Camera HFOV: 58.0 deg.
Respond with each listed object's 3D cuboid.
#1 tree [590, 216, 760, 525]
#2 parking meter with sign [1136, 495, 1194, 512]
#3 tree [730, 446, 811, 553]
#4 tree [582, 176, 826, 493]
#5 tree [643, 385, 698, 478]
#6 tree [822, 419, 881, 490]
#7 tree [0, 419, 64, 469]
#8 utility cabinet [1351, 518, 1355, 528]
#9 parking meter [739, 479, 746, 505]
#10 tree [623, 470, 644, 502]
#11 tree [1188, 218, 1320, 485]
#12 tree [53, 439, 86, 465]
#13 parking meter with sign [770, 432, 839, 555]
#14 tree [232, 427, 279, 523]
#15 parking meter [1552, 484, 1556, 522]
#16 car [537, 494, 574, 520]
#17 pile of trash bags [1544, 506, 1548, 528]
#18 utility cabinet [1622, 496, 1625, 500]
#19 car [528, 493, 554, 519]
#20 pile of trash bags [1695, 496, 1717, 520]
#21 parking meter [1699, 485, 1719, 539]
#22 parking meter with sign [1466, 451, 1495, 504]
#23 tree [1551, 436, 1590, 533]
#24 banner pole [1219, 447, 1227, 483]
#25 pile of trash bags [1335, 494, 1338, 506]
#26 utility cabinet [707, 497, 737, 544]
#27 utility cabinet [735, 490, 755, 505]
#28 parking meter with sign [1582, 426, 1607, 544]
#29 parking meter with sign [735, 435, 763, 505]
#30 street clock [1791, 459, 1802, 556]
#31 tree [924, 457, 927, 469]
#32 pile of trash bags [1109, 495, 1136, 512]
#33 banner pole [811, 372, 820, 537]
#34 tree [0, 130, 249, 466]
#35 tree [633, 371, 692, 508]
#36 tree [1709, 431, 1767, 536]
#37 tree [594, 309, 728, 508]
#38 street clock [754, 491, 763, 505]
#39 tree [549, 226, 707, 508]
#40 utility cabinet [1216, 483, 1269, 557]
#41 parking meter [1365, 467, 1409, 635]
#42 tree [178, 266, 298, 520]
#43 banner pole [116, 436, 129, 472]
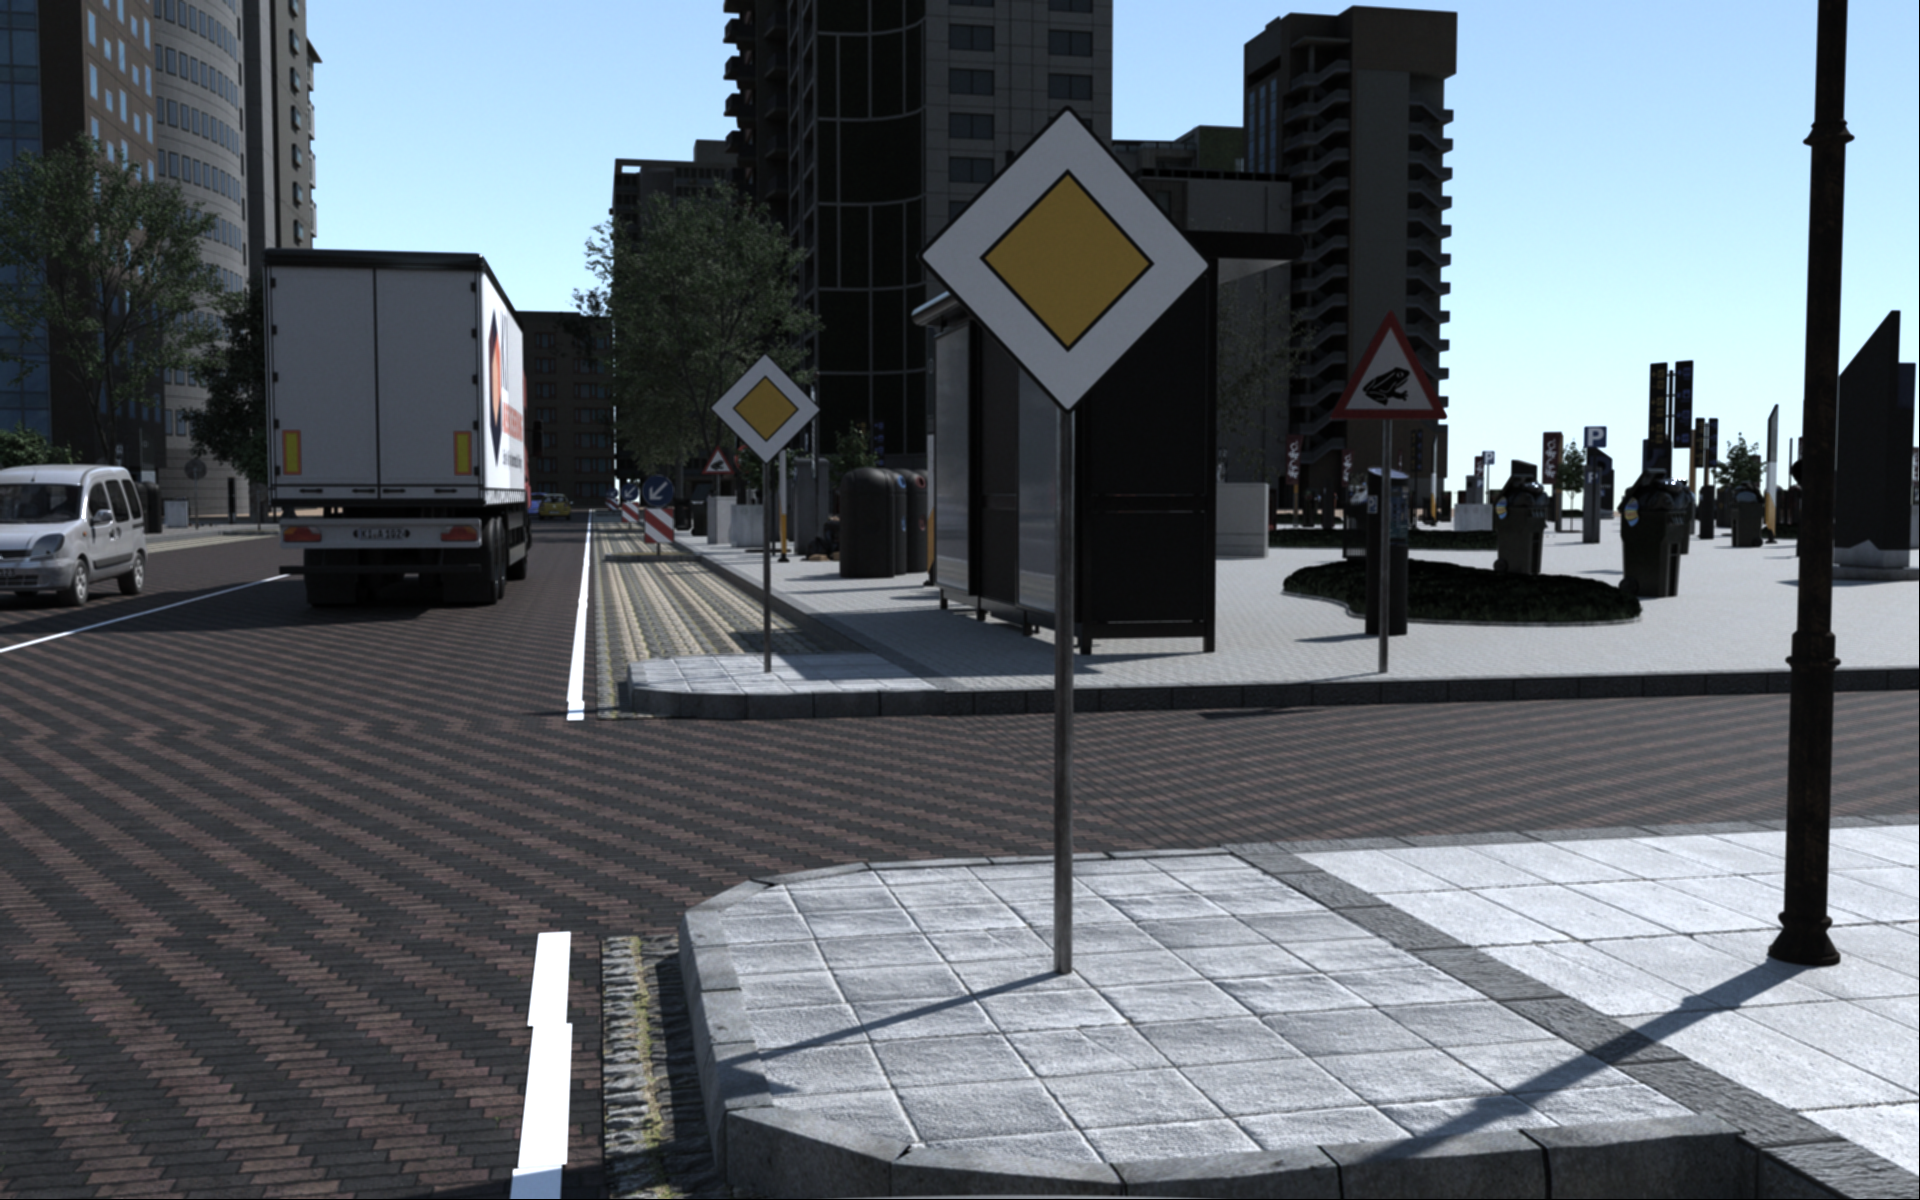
[{"bbox_3d":[-11.287,-9.332,70.703,7.486,12.596,7.792,0,3,0],"label":"tree"},{"bbox_3d":[3.824,-2.330,34.356,1.738,3.016,0.543,1,4,9],"label":"parking meter with sign"},{"bbox_3d":[-4.369,-2.679,38.408,1.663,3.219,1.824,0,3,0],"label":"tree"},{"bbox_3d":[-8.382,-8.099,58.179,9.928,11.665,9.643,0,3,0],"label":"tree"},{"bbox_3d":[-18.426,-9.716,109.218,4.360,8.622,3.978,0,3,0],"label":"tree"},{"bbox_3d":[-2.897,-3.084,45.022,1.663,3.219,1.824,0,3,0],"label":"tree"},{"bbox_3d":[-41.086,-5.627,75.711,4.285,4.588,4.351,0,3,0],"label":"tree"},{"bbox_3d":[13.013,-2.721,55.647,0.306,1.237,1.020,-3,4,-38],"label":"utility cabinet"},{"bbox_3d":[-8.336,-3.710,66.374,0.255,1.863,0.399,-1,4,-15],"label":"parking meter"},{"bbox_3d":[-25.953,-8.727,137.286,1.663,3.219,1.824,0,3,0],"label":"tree"},{"bbox_3d":[7.096,-5.862,46.211,4.360,8.622,3.978,0,3,0],"label":"tree"},{"bbox_3d":[-31.517,-4.075,61.231,1.663,3.219,1.824,0,3,0],"label":"tree"},{"bbox_3d":[-3.116,-2.457,36.439,1.738,3.016,0.543,-1,4,-17],"label":"parking meter with sign"},{"bbox_3d":[-30.571,-5.724,77.299,4.285,4.588,4.351,0,3,0],"label":"tree"},{"bbox_3d":[27.400,-4.512,79.482,0.255,1.863,0.399,-3,5,-43],"label":"parking meter"},{"bbox_3d":[-22.568,-5.276,96.494,2.015,1.641,3.980,-1,4,-12],"label":"car"},{"bbox_3d":[21.517,-3.447,66.108,1.912,1.369,3.447,2,4,25],"label":"pile of trash bags"},{"bbox_3d":[28.633,-3.878,74.559,0.306,1.237,1.020,1,4,20],"label":"utility cabinet"},{"bbox_3d":[-24.963,-5.694,102.686,1.945,1.707,3.694,-1,4,-12],"label":"car"},{"bbox_3d":[38.184,-4.709,86.737,3.447,1.369,1.912,0,4,-2],"label":"pile of trash bags"},{"bbox_3d":[21.275,-2.501,49.304,0.372,1.533,0.369,0,3,0],"label":"parking meter"},{"bbox_3d":[21.071,-4.562,70.846,0.543,3.016,1.738,-1,4,-20],"label":"parking meter with sign"},{"bbox_3d":[20.656,-3.882,58.075,1.663,3.219,1.824,0,3,0],"label":"tree"},{"bbox_3d":[12.162,-5.569,81.075,0.863,3.779,0.401,3,4,39],"label":"banner pole"},{"bbox_3d":[20.758,-4.926,90.299,3.447,1.369,1.912,0,4,1],"label":"pile of trash bags"},{"bbox_3d":[-6.124,-2.041,44.539,0.306,1.237,1.020,2,4,23],"label":"utility cabinet"},{"bbox_3d":[-10.502,-4.676,85.128,1.173,1.500,0.318,2,4,32],"label":"utility cabinet"},{"bbox_3d":[16.594,-3.005,45.396,0.543,3.016,1.738,1,4,18],"label":"parking meter with sign"},{"bbox_3d":[-5.146,-3.078,46.583,1.738,3.016,0.543,-1,4,-11],"label":"parking meter with sign"},{"bbox_3d":[17.331,-1.898,35.597,0.471,2.002,0.358,1,4,18],"label":"street clock"},{"bbox_3d":[-0.969,-5.081,77.672,1.663,3.219,1.824,0,3,0],"label":"tree"},{"bbox_3d":[4.255,-3.002,58.828,1.912,1.369,3.447,-3,5,-42],"label":"pile of trash bags"},{"bbox_3d":[-2.959,-2.772,35.336,0.401,3.779,0.863,0,4,6],"label":"banner pole"},{"bbox_3d":[-25.281,-7.662,51.036,9.928,11.665,9.643,0,3,0],"label":"tree"},{"bbox_3d":[-16.695,-8.954,96.763,4.737,8.622,4.395,0,3,0],"label":"tree"},{"bbox_3d":[23.910,-3.594,53.361,1.663,3.219,1.824,0,3,0],"label":"tree"},{"bbox_3d":[-13.630,-9.001,81.573,7.601,10.594,8.767,-1,4,-13],"label":"tree"},{"bbox_3d":[-5.237,-2.507,45.552,0.471,2.002,0.358,3,5,42],"label":"street clock"},{"bbox_3d":[-23.460,-16.477,125.288,12.611,20.169,13.585,0,3,0],"label":"tree"},{"bbox_3d":[5.597,-1.599,34.823,1.173,1.500,0.318,2,4,26],"label":"utility cabinet"},{"bbox_3d":[3.911,-0.455,15.849,0.372,1.533,0.369,0,3,0],"label":"parking meter"},{"bbox_3d":[-33.537,-10.329,85.880,9.611,12.733,9.660,0,3,0],"label":"tree"},{"bbox_3d":[-35.966,-5.161,74.393,0.401,3.779,0.863,3,5,45],"label":"banner pole"}]
